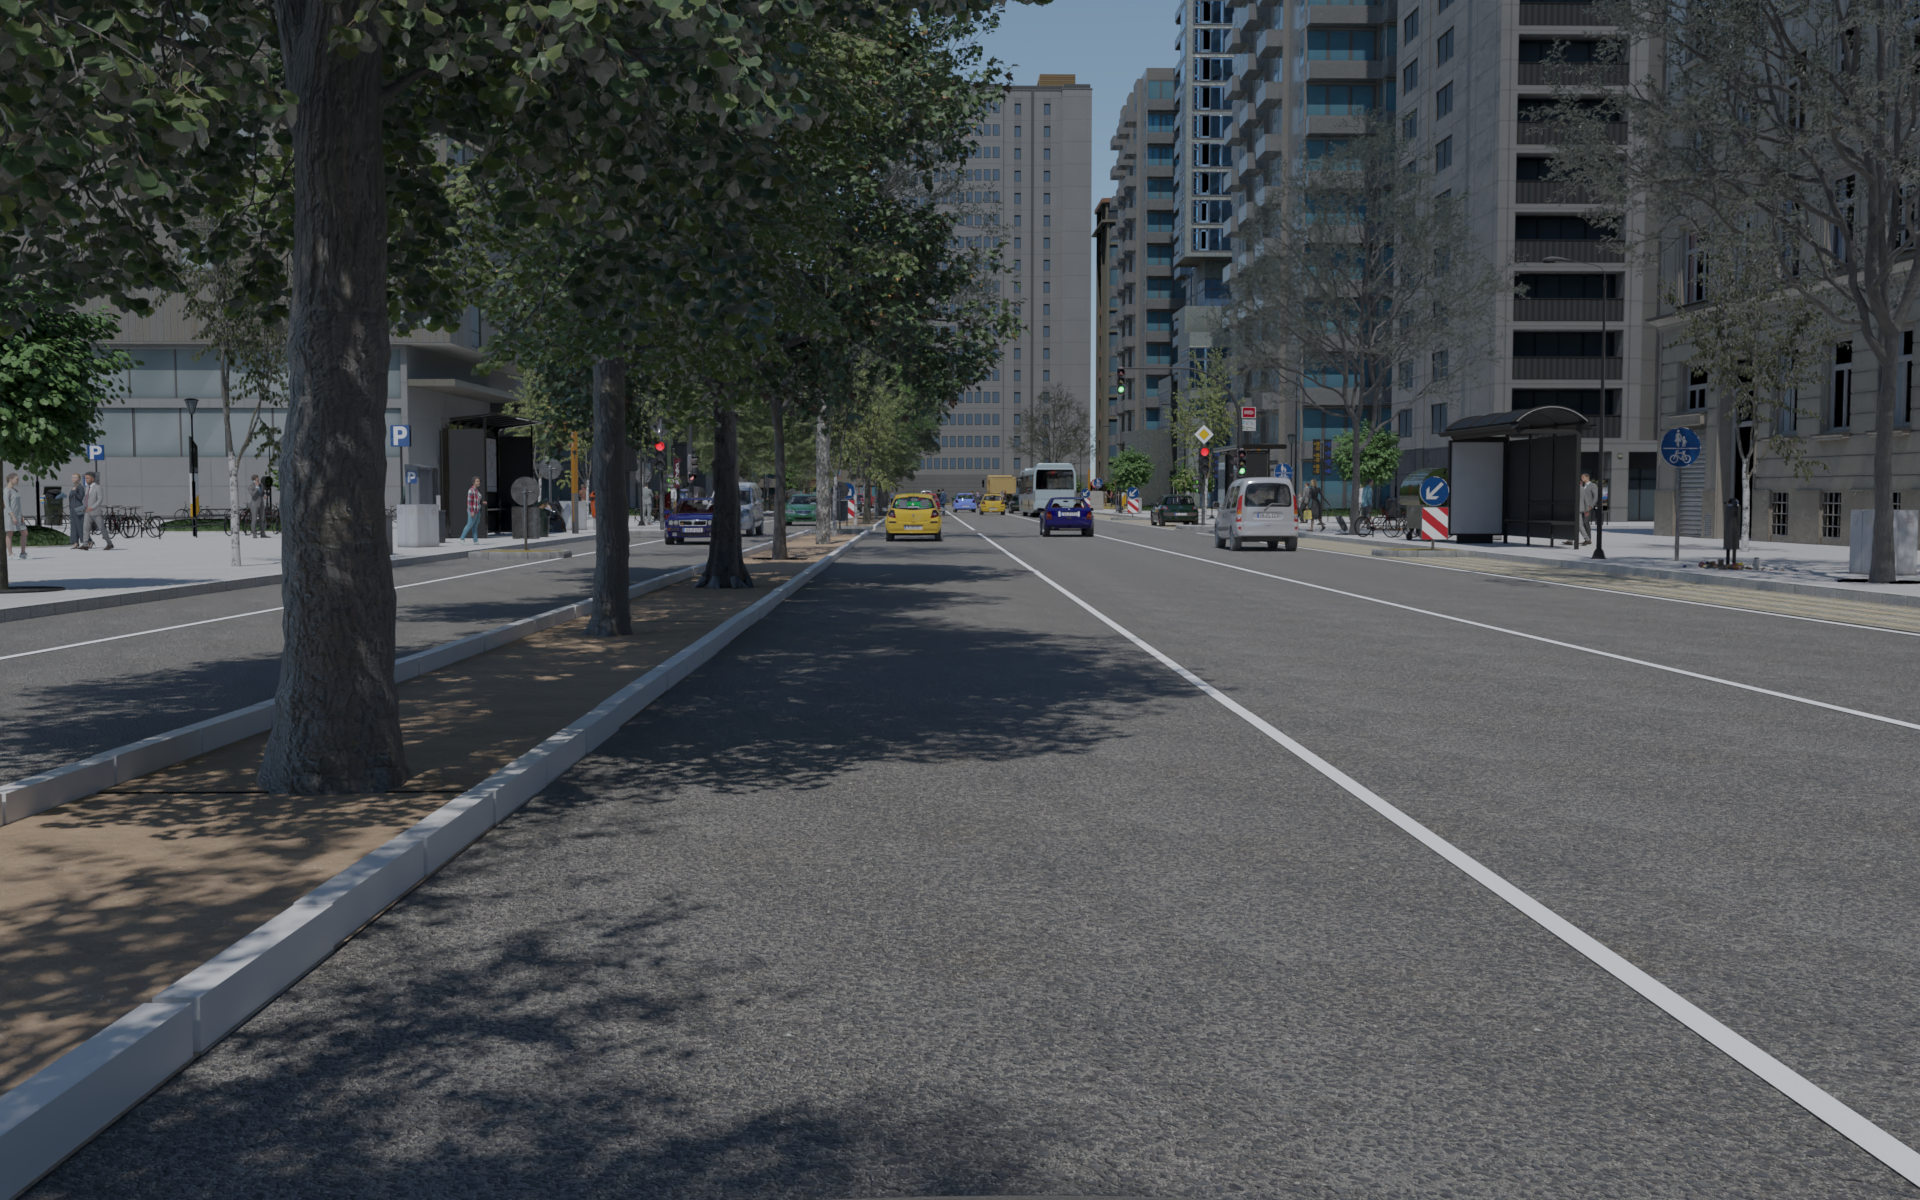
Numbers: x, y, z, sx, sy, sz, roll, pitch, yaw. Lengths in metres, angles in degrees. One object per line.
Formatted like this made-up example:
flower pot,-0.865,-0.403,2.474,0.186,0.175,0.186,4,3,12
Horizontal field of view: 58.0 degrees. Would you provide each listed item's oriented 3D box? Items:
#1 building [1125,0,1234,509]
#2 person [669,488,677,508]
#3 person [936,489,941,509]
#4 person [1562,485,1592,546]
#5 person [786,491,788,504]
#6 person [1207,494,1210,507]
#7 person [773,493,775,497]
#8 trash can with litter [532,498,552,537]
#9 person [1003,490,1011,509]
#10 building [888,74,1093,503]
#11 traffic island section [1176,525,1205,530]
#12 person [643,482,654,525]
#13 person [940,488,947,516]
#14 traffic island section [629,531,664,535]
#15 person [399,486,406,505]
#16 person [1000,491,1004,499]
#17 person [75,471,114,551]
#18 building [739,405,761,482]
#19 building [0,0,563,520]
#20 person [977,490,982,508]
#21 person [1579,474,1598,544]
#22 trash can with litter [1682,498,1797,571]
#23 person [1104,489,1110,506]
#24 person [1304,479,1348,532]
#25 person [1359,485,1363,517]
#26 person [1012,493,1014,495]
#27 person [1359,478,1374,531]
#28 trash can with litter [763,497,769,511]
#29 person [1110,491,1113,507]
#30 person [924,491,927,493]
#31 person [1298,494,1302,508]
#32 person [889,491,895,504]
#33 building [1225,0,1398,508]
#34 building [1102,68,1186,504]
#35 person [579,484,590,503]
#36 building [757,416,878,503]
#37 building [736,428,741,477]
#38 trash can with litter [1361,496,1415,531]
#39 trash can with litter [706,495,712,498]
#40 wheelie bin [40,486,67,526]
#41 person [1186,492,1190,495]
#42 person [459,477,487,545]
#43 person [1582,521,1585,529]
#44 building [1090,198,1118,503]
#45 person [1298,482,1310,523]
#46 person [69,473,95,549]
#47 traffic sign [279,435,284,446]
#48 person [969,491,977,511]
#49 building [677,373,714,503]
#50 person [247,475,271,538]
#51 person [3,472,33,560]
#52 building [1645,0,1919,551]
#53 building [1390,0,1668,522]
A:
building,29.022,-52.209,166.295,22.319,86.520,31.000,0,4,-1
person,-14.677,-4.987,87.678,0.679,1.850,0.850,0,4,-7
person,-1.971,-9.293,160.073,1.348,1.869,0.705,-1,4,-9
person,15.309,-2.242,42.976,0.850,1.792,0.678,3,5,45
person,-21.512,-12.814,215.569,0.705,1.821,1.348,0,4,-4
person,18.876,-7.751,133.113,0.601,1.785,0.444,2,4,35
person,-18.903,-10.265,177.129,1.065,1.426,0.557,2,4,31
trash can with litter,-12.660,-2.443,51.323,1.055,1.170,0.624,-1,4,-22
person,4.429,-9.833,169.400,1.348,1.807,0.705,-1,4,-21
building,3.637,-43.069,246.177,28.212,58.520,21.231,0,4,-1
traffic island section,9.890,-2.938,70.320,2.009,0.180,2.903,0,4,-1
person,-12.991,-4.023,71.999,0.511,1.800,0.466,0,4,5
person,-1.078,-6.270,111.196,0.419,1.800,0.721,1,4,23
traffic island section,-10.665,-2.422,61.873,2.009,0.180,2.903,0,4,-1
person,-15.855,-2.678,49.806,0.794,1.824,0.713,-2,4,-24
person,3.845,-9.177,159.211,0.621,1.740,0.551,-2,4,-28
person,-19.636,-2.017,39.292,0.678,1.792,0.850,2,4,30
building,-31.441,-33.903,204.430,14.200,45.320,14.600,0,4,-1
building,-38.577,-30.999,96.074,28.713,52.752,27.495,0,4,-1
person,1.973,-10.278,176.412,0.599,1.838,0.709,0,3,0
person,15.959,-2.318,44.125,0.473,1.802,0.592,0,4,4
trash can with litter,13.400,-1.159,30.003,1.678,1.210,2.233,1,4,13
person,15.510,-10.878,183.893,0.705,1.824,1.348,-1,4,-20
person,12.490,-3.233,59.112,1.509,1.804,0.699,0,4,7
person,20.676,-5.087,89.093,0.514,1.842,0.818,1,4,8
person,6.570,-12.509,213.696,0.621,1.740,0.551,-1,4,-9
person,13.940,-3.272,59.562,0.620,1.820,0.660,-1,4,-16
trash can with litter,-14.850,-7.370,131.878,1.055,1.170,0.624,1,4,11
person,15.282,-10.327,175.617,0.721,1.743,1.217,0,4,6
person,-3.907,-11.383,195.273,0.551,1.740,0.621,3,5,44
person,20.976,-5.895,106.701,0.425,1.301,0.394,3,5,41
person,-8.754,-13.064,222.089,0.705,1.826,1.348,-3,5,-40
building,31.519,-30.933,125.363,23.786,49.044,30.456,0,4,-1
building,29.033,-35.383,198.118,23.786,49.044,30.456,0,4,-1
person,-20.413,-5.405,94.396,0.573,1.828,0.580,1,4,19
building,-25.156,-24.773,250.084,28.899,21.520,27.650,0,4,-1
building,-30.643,-24.971,179.981,14.160,30.474,14.107,0,4,-1
trash can with litter,15.099,-3.081,61.429,1.678,1.210,2.233,-2,4,-30
trash can with litter,-15.039,-5.553,101.851,1.678,1.210,2.233,2,4,25
wheelie bin,-36.659,-3.804,70.104,0.980,1.594,0.693,-3,5,-39
person,14.720,-6.476,112.207,0.850,1.792,0.678,-1,4,-9
person,-12.242,-2.242,43.530,0.643,1.720,0.563,0,4,5
person,21.302,-3.292,59.970,0.679,1.850,0.850,-3,4,-39
building,32.172,-36.238,247.117,28.867,44.769,22.147,0,4,-1
person,15.084,-4.256,75.807,0.592,1.802,0.473,-2,4,-29
person,-20.591,-2.080,40.480,0.576,1.772,0.534,1,4,19
traffic sign,-13.298,-2.114,34.677,0.768,2.556,0.104,0,4,2
person,1.114,-8.396,146.582,0.742,1.727,0.445,-3,5,-42
building,-29.637,-28.613,151.424,14.154,41.232,14.086,0,4,-1
person,-20.344,-2.721,50.332,0.447,1.846,0.655,2,4,26
person,-18.451,-1.634,33.757,0.522,1.701,0.512,0,4,-6
building,29.025,-12.570,38.799,16.112,22.955,30.059,0,4,-1
building,35.068,-39.694,87.246,20.611,71.187,20.563,0,4,-1
